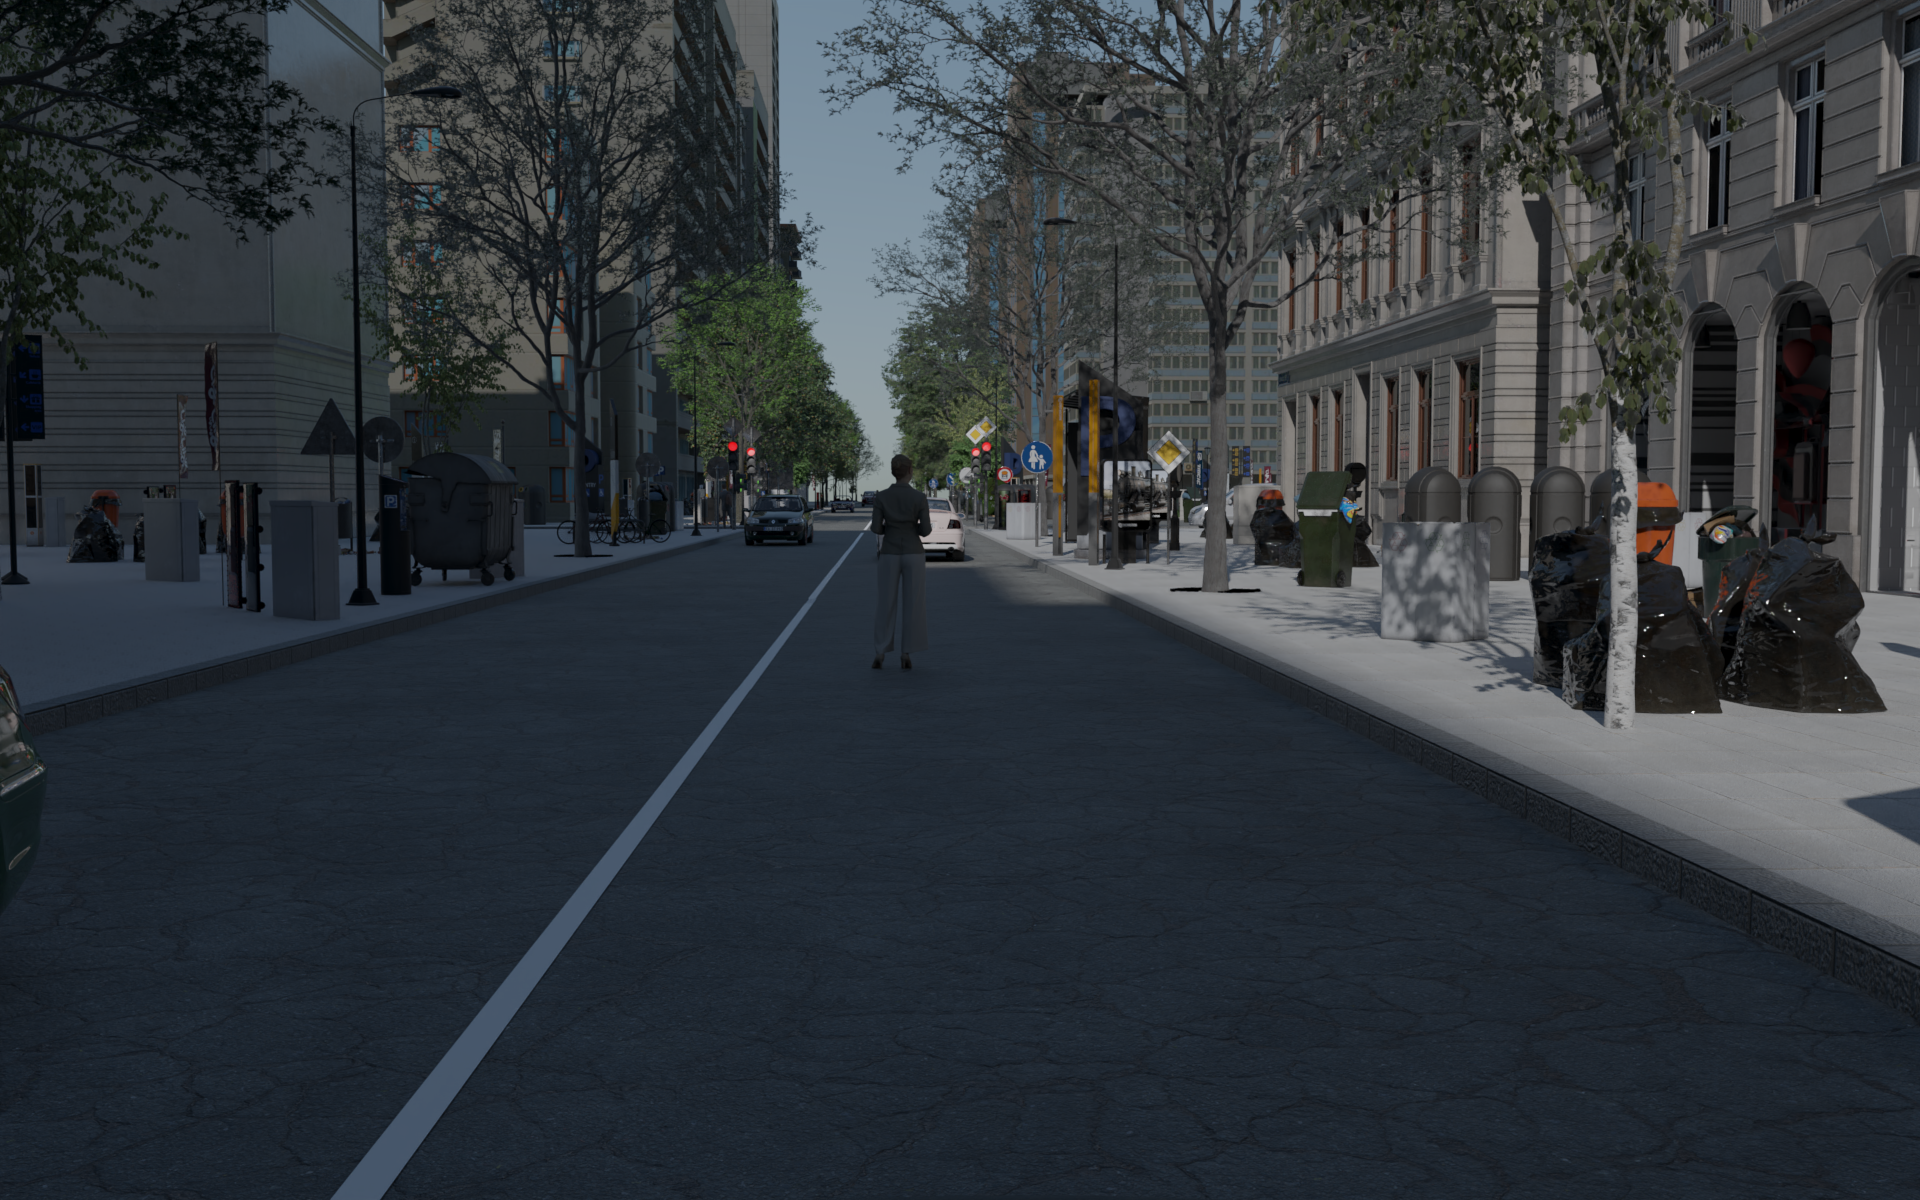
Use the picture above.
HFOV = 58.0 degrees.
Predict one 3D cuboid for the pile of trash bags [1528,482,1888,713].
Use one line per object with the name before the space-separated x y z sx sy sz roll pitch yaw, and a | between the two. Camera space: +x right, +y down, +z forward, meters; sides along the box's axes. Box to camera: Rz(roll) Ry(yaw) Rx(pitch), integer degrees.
pile of trash bags | 4.815 -0.116 11.648 1.912 1.369 3.447 1 4 12

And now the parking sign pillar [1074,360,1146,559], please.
parking sign pillar | 2.999 -2.818 34.543 1.447 3.967 1.447 0 4 7

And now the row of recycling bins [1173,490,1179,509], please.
row of recycling bins | 12.728 -6.493 113.272 3.534 1.692 1.069 -2 4 -29

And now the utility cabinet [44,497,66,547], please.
utility cabinet | -22.094 -1.904 42.290 0.306 1.237 1.020 -1 4 -18

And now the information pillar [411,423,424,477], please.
information pillar | -17.838 -4.013 56.973 0.504 3.616 0.183 2 4 29

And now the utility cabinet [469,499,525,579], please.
utility cabinet | -7.123 -0.947 26.648 0.306 1.237 1.020 1 4 23

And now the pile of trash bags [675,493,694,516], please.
pile of trash bags | -16.659 -5.807 104.704 1.912 1.369 3.447 1 4 15

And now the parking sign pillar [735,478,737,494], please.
parking sign pillar | -18.212 -9.496 143.724 1.447 3.967 1.447 1 4 19

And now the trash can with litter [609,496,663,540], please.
trash can with litter | -9.221 -2.322 49.017 1.678 1.210 2.233 1 4 17

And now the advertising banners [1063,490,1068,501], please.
advertising banners | 4.178 -3.948 60.740 2.074 3.025 0.090 -2 4 -30

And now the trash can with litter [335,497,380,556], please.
trash can with litter | -12.863 -1.594 37.126 1.678 1.210 2.233 2 4 29

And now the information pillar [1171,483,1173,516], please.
information pillar | 10.296 -4.944 85.323 0.304 2.012 0.304 -1 4 -16

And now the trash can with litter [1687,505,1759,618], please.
trash can with litter | 7.776 -0.404 17.999 0.624 1.170 1.055 -1 4 -15

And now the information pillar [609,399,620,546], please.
information pillar | -8.476 -3.126 42.470 0.183 3.616 0.504 -2 4 -25

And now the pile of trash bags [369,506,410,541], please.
pile of trash bags | -14.345 -2.266 46.805 3.447 1.369 1.912 2 4 34

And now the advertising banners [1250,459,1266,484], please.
advertising banners | 14.846 -5.543 86.815 0.090 3.025 2.074 2 4 28

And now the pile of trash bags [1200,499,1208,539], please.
pile of trash bags | 7.918 -2.439 49.627 1.912 1.369 3.447 0 4 4

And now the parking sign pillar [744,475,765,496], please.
parking sign pillar | -16.218 -9.228 139.342 1.447 3.967 1.447 -3 5 -41

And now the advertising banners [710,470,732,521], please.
advertising banners | -11.280 -5.283 82.572 0.090 3.025 2.074 2 4 26

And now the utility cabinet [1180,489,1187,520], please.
utility cabinet | 10.971 -4.564 83.296 0.318 1.500 1.173 2 4 32

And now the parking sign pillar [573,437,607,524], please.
parking sign pillar | -15.971 -5.266 74.566 1.447 3.967 1.447 2 4 26

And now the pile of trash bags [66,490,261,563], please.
pile of trash bags | -15.294 -1.433 33.177 3.447 1.369 1.912 0 4 -3

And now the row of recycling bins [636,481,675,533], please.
row of recycling bins | -10.194 -3.105 57.877 1.069 1.692 3.534 0 4 -1

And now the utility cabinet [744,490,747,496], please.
utility cabinet | -12.349 -5.742 102.562 1.173 1.500 0.318 0 4 -6

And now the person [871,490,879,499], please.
person | -8.493 -10.373 177.726 1.348 1.869 0.705 -3 4 -36

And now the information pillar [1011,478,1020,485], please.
information pillar | 2.484 -4.493 77.952 0.304 2.012 0.304 2 4 27

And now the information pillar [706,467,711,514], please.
information pillar | -13.981 -6.419 96.301 0.183 3.616 0.504 1 4 15

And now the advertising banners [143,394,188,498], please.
advertising banners | -13.582 -2.051 29.729 0.090 3.025 2.074 0 4 -5

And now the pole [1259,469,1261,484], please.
pole | 23.982 -8.843 138.427 0.158 3.312 0.155 0 3 0

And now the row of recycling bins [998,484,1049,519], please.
row of recycling bins | 2.468 -3.998 72.478 1.069 1.692 3.534 2 4 25

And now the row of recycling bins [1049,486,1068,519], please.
row of recycling bins | 5.570 -4.871 86.752 1.069 1.692 3.534 -3 5 -43

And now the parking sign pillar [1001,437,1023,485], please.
parking sign pillar | 2.461 -5.713 81.877 1.447 3.967 1.447 3 4 36

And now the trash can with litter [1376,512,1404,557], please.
trash can with litter | 9.022 -1.460 35.255 1.055 1.170 0.624 2 4 25

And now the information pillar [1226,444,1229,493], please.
information pillar | 10.646 -4.804 69.892 0.504 3.616 0.183 -3 4 -36

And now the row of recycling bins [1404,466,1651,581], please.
row of recycling bins | 8.436 -1.141 25.765 3.534 1.692 1.069 1 4 9

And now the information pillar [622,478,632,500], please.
information pillar | -15.486 -4.655 80.600 0.304 2.012 0.304 1 4 20

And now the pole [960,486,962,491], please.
pole | 0.073 -8.379 130.842 0.158 3.312 0.155 0 3 0

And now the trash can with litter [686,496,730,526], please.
trash can with litter | -10.439 -3.788 72.985 2.233 1.210 1.678 0 4 -1

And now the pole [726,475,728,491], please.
pole | -19.358 -9.188 144.066 0.158 3.312 0.155 0 3 0

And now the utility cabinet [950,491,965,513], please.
utility cabinet | -0.088 -6.622 116.956 1.173 1.500 0.318 1 4 15

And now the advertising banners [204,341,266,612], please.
advertising banners | -8.168 -1.422 19.442 0.090 3.025 2.074 -3 4 -37

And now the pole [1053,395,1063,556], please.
pole | 2.031 -2.571 35.874 0.158 3.312 0.155 0 3 0

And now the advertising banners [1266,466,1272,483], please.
advertising banners | 18.714 -6.895 108.920 0.090 3.025 2.074 -3 5 -41

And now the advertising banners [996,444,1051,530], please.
advertising banners | 2.246 -3.976 61.203 2.074 3.025 0.090 2 4 23

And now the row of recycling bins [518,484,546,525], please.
row of recycling bins | -18.078 -4.048 73.297 1.069 1.692 3.534 -1 4 -19

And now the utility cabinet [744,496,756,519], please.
utility cabinet | -8.901 -3.796 73.220 0.306 1.237 1.020 1 4 12

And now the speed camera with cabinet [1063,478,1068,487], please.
speed camera with cabinet | 5.410 -6.360 98.313 2.038 3.252 0.660 -3 5 -43

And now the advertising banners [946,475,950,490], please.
advertising banners | -0.421 -7.576 120.056 0.090 3.025 2.074 2 4 34

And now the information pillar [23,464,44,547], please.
information pillar | -22.549 -2.304 42.162 0.304 2.012 0.304 0 4 -6

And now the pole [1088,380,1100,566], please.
pole | 2.402 -2.273 31.013 0.158 3.312 0.155 0 3 0

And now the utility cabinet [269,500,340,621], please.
utility cabinet | -6.785 -0.415 17.952 0.306 1.237 1.020 -3 5 -44

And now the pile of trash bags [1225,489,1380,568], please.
pile of trash bags | 6.173 -1.332 31.537 1.912 1.369 3.447 -1 4 -13

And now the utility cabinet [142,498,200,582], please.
utility cabinet | -11.660 -0.885 25.625 1.020 1.237 0.306 2 4 35

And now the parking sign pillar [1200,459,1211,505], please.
parking sign pillar | 18.943 -8.810 132.511 1.447 3.967 1.447 -2 4 -32

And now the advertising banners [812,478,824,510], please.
advertising banners | -11.662 -8.929 142.170 0.090 3.025 2.074 -2 4 -31

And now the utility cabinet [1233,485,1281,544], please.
utility cabinet | 7.513 -2.152 43.856 1.173 1.500 0.318 -1 4 -17

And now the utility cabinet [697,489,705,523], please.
utility cabinet | -11.420 -4.102 75.752 0.318 1.500 1.173 0 4 1
